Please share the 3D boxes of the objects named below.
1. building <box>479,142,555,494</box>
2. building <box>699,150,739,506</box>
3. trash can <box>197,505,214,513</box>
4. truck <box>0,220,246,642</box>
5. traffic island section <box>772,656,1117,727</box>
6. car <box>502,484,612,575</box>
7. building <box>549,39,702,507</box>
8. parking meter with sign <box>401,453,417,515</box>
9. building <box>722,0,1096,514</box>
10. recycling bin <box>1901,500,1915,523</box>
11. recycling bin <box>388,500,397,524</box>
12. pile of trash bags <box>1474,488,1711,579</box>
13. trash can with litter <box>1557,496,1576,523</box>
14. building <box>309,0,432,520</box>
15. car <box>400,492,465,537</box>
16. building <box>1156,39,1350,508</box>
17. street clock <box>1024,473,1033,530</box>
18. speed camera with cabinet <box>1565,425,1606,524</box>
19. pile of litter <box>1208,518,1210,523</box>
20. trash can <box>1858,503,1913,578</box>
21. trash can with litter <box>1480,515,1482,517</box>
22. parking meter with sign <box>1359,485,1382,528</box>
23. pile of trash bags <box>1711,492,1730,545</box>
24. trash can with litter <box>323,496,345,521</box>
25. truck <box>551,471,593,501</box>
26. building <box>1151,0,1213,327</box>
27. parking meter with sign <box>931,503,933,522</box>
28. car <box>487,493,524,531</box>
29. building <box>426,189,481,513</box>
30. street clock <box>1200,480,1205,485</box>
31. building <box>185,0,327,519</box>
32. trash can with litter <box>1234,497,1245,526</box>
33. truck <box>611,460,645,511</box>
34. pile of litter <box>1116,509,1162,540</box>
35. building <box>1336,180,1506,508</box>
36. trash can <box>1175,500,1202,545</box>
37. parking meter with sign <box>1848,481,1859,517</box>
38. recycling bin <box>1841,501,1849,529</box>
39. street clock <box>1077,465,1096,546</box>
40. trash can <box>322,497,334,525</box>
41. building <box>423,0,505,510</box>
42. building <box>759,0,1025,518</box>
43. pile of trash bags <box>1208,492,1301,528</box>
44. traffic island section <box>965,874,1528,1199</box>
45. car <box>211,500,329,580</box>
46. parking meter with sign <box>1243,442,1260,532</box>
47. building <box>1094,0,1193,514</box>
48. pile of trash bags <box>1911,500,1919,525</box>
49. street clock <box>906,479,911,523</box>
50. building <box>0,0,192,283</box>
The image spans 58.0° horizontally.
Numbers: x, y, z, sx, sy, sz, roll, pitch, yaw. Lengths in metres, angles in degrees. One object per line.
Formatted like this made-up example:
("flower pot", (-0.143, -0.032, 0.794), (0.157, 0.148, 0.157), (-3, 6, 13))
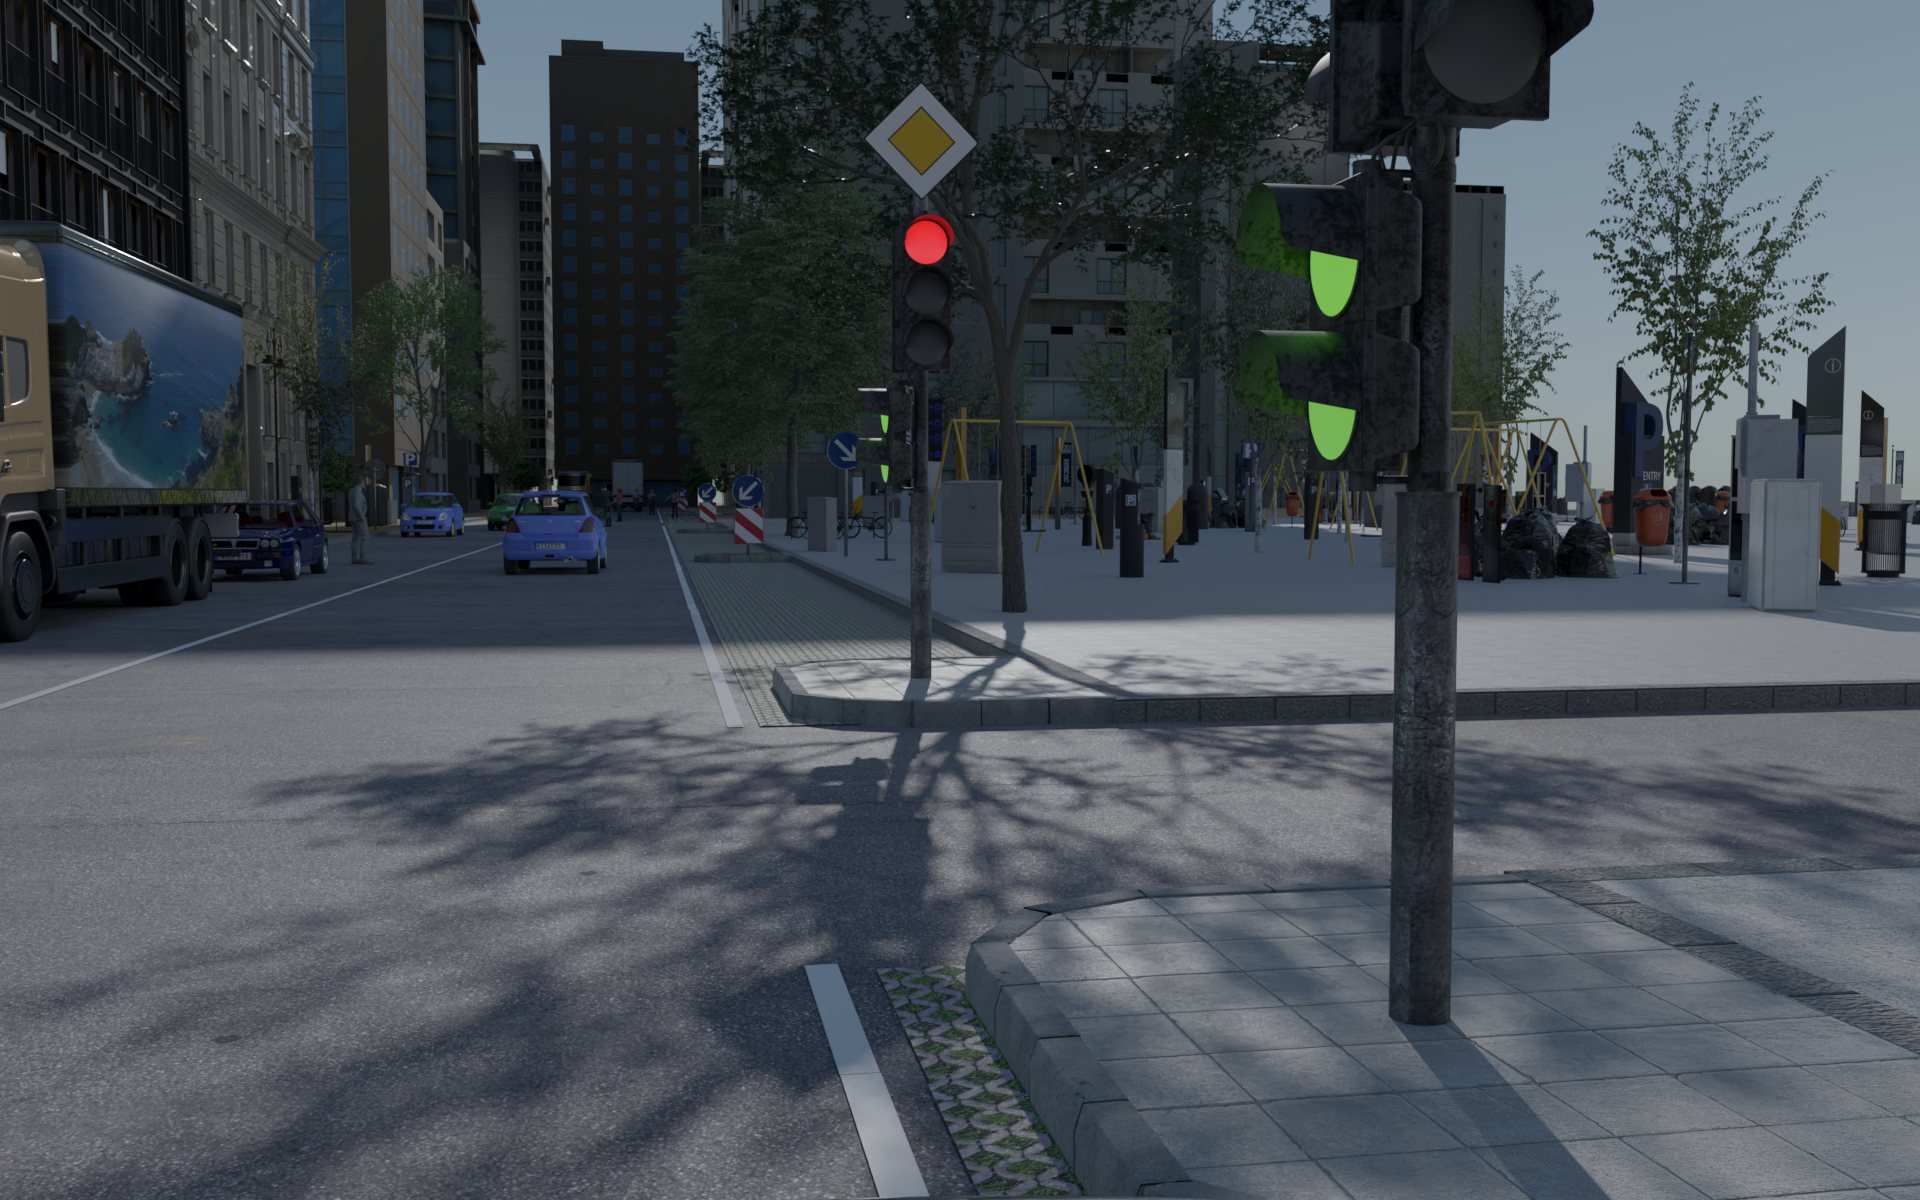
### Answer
("building", (-54.990, -29.933, 181.291), (23.993, 40.220, 32.217), (-1, 4, -10))
("building", (-16.517, -30.353, 188.151), (23.993, 40.220, 32.217), (-1, 4, -10))
("trash can", (-16.904, -1.642, 38.498), (0.748, 1.137, 0.748), (0, 3, 0))
("truck", (-10.810, -1.896, 19.910), (2.839, 4.237, 11.283), (-1, 4, -10))
("traffic island section", (-0.250, 0.622, 12.114), (2.009, 0.180, 2.903), (-1, 4, -10))
("car", (-7.484, -1.383, 32.200), (1.945, 1.707, 3.694), (-1, 4, -9))
("building", (-33.658, -32.123, 175.327), (14.200, 45.320, 14.600), (-1, 4, -10))
("parking meter with sign", (-22.935, -4.632, 72.000), (0.543, 3.016, 1.738), (-1, 4, -11))
("building", (-6.096, -34.151, 147.601), (28.713, 52.752, 27.495), (-1, 4, -10))
("recycling bin", (42.598, -3.984, 77.699), (0.722, 1.027, 0.722), (3, 4, 37))
("recycling bin", (-24.307, -3.719, 73.353), (0.722, 1.027, 0.722), (0, 4, 2))
("pile of trash bags", (9.596, -1.064, 27.153), (3.447, 1.369, 1.912), (-1, 4, -14))
("trash can with litter", (27.777, -4.138, 78.720), (2.233, 1.210, 1.678), (0, 4, 1))
("building", (-35.530, -26.835, 88.856), (14.600, 45.320, 14.200), (-1, 4, -10))
("car", (-17.871, -3.002, 58.677), (1.945, 1.707, 3.694), (0, 4, -8))
("building", (26.848, -29.186, 160.791), (14.086, 41.232, 14.154), (-1, 4, -10))
("street clock", (2.362, -3.371, 59.682), (0.358, 2.002, 0.471), (0, 4, 7))
("speed camera with cabinet", (18.245, -3.437, 50.525), (0.660, 3.252, 2.038), (3, 4, 37))
("pile of litter", (11.835, -3.891, 77.590), (1.719, 0.858, 1.176), (1, 4, 10))
("trash can", (14.270, -0.923, 26.743), (0.748, 1.137, 0.748), (0, 3, 0))
("trash can with litter", (28.439, -4.959, 92.135), (2.233, 1.210, 1.678), (2, 4, 28))
("parking meter with sign", (15.994, -4.328, 67.017), (0.543, 3.016, 1.738), (-1, 4, -22))
("pile of trash bags", (18.088, -2.112, 44.279), (3.447, 1.369, 1.912), (0, 4, 5))
("trash can with litter", (-29.492, -4.297, 81.647), (1.055, 1.170, 0.624), (-2, 4, -28))
("truck", (-32.935, -9.308, 148.107), (3.469, 3.379, 9.791), (-1, 4, -9))
("building", (10.285, -39.425, 186.604), (28.212, 58.520, 21.231), (-1, 4, -10))
("parking meter with sign", (-1.281, -5.042, 78.704), (1.738, 3.016, 0.543), (-1, 4, -10))
("car", (-17.744, -3.683, 69.021), (1.959, 1.807, 4.718), (-1, 4, -8))
("building", (-46.231, -16.186, 109.677), (27.650, 21.520, 28.899), (-1, 4, -10))
("street clock", (12.609, -5.232, 90.112), (0.358, 2.002, 0.471), (1, 4, 19))
("building", (-29.468, -15.886, 56.992), (12.463, 27.353, 25.104), (-1, 4, -10))
("trash can with litter", (11.221, -3.583, 69.964), (0.624, 1.170, 1.055), (-1, 4, -20))
("truck", (-27.995, -9.612, 146.063), (2.839, 4.237, 11.283), (-1, 4, -11))
("pile of litter", (5.067, -2.150, 49.111), (1.176, 0.858, 1.719), (-1, 4, -12))
("building", (41.593, -23.957, 163.390), (14.107, 30.474, 14.160), (-1, 4, -10))
("trash can", (5.713, -1.954, 43.607), (0.748, 1.137, 0.748), (0, 3, 0))
("parking meter with sign", (50.899, -6.206, 97.731), (1.738, 3.016, 0.543), (-1, 4, -11))
("recycling bin", (32.001, -3.112, 63.441), (0.722, 1.027, 0.722), (-2, 4, -24))
("street clock", (3.137, -2.335, 42.748), (0.471, 2.002, 0.358), (3, 4, 36))
("trash can", (-26.439, -3.701, 72.159), (0.748, 1.137, 0.748), (0, 3, 0))
("building", (-52.798, -29.876, 143.091), (28.867, 44.769, 22.147), (-1, 4, -10))
("building", (-4.443, -25.384, 98.621), (14.154, 41.232, 14.086), (-1, 4, -10))
("pile of trash bags", (11.121, -3.401, 65.355), (3.447, 1.369, 1.912), (0, 4, 8))
("traffic island section", (1.149, 1.103, 4.252), (2.009, 0.180, 2.903), (-1, 4, -10))
("car", (-12.057, -1.054, 29.817), (1.945, 1.354, 3.894), (-1, 4, -10))
("parking meter with sign", (9.990, -3.843, 59.094), (0.543, 3.016, 1.738), (1, 4, 14))
("building", (-1.191, -32.499, 120.598), (28.713, 52.752, 27.495), (-1, 4, -10))
("pile of trash bags", (41.407, -3.883, 73.247), (1.912, 1.369, 3.447), (3, 4, 36))
("street clock", (-2.153, -4.434, 77.067), (0.471, 2.002, 0.358), (1, 4, 18))
("building", (-25.173, -12.688, 37.124), (12.332, 23.373, 15.834), (-1, 4, -10))
